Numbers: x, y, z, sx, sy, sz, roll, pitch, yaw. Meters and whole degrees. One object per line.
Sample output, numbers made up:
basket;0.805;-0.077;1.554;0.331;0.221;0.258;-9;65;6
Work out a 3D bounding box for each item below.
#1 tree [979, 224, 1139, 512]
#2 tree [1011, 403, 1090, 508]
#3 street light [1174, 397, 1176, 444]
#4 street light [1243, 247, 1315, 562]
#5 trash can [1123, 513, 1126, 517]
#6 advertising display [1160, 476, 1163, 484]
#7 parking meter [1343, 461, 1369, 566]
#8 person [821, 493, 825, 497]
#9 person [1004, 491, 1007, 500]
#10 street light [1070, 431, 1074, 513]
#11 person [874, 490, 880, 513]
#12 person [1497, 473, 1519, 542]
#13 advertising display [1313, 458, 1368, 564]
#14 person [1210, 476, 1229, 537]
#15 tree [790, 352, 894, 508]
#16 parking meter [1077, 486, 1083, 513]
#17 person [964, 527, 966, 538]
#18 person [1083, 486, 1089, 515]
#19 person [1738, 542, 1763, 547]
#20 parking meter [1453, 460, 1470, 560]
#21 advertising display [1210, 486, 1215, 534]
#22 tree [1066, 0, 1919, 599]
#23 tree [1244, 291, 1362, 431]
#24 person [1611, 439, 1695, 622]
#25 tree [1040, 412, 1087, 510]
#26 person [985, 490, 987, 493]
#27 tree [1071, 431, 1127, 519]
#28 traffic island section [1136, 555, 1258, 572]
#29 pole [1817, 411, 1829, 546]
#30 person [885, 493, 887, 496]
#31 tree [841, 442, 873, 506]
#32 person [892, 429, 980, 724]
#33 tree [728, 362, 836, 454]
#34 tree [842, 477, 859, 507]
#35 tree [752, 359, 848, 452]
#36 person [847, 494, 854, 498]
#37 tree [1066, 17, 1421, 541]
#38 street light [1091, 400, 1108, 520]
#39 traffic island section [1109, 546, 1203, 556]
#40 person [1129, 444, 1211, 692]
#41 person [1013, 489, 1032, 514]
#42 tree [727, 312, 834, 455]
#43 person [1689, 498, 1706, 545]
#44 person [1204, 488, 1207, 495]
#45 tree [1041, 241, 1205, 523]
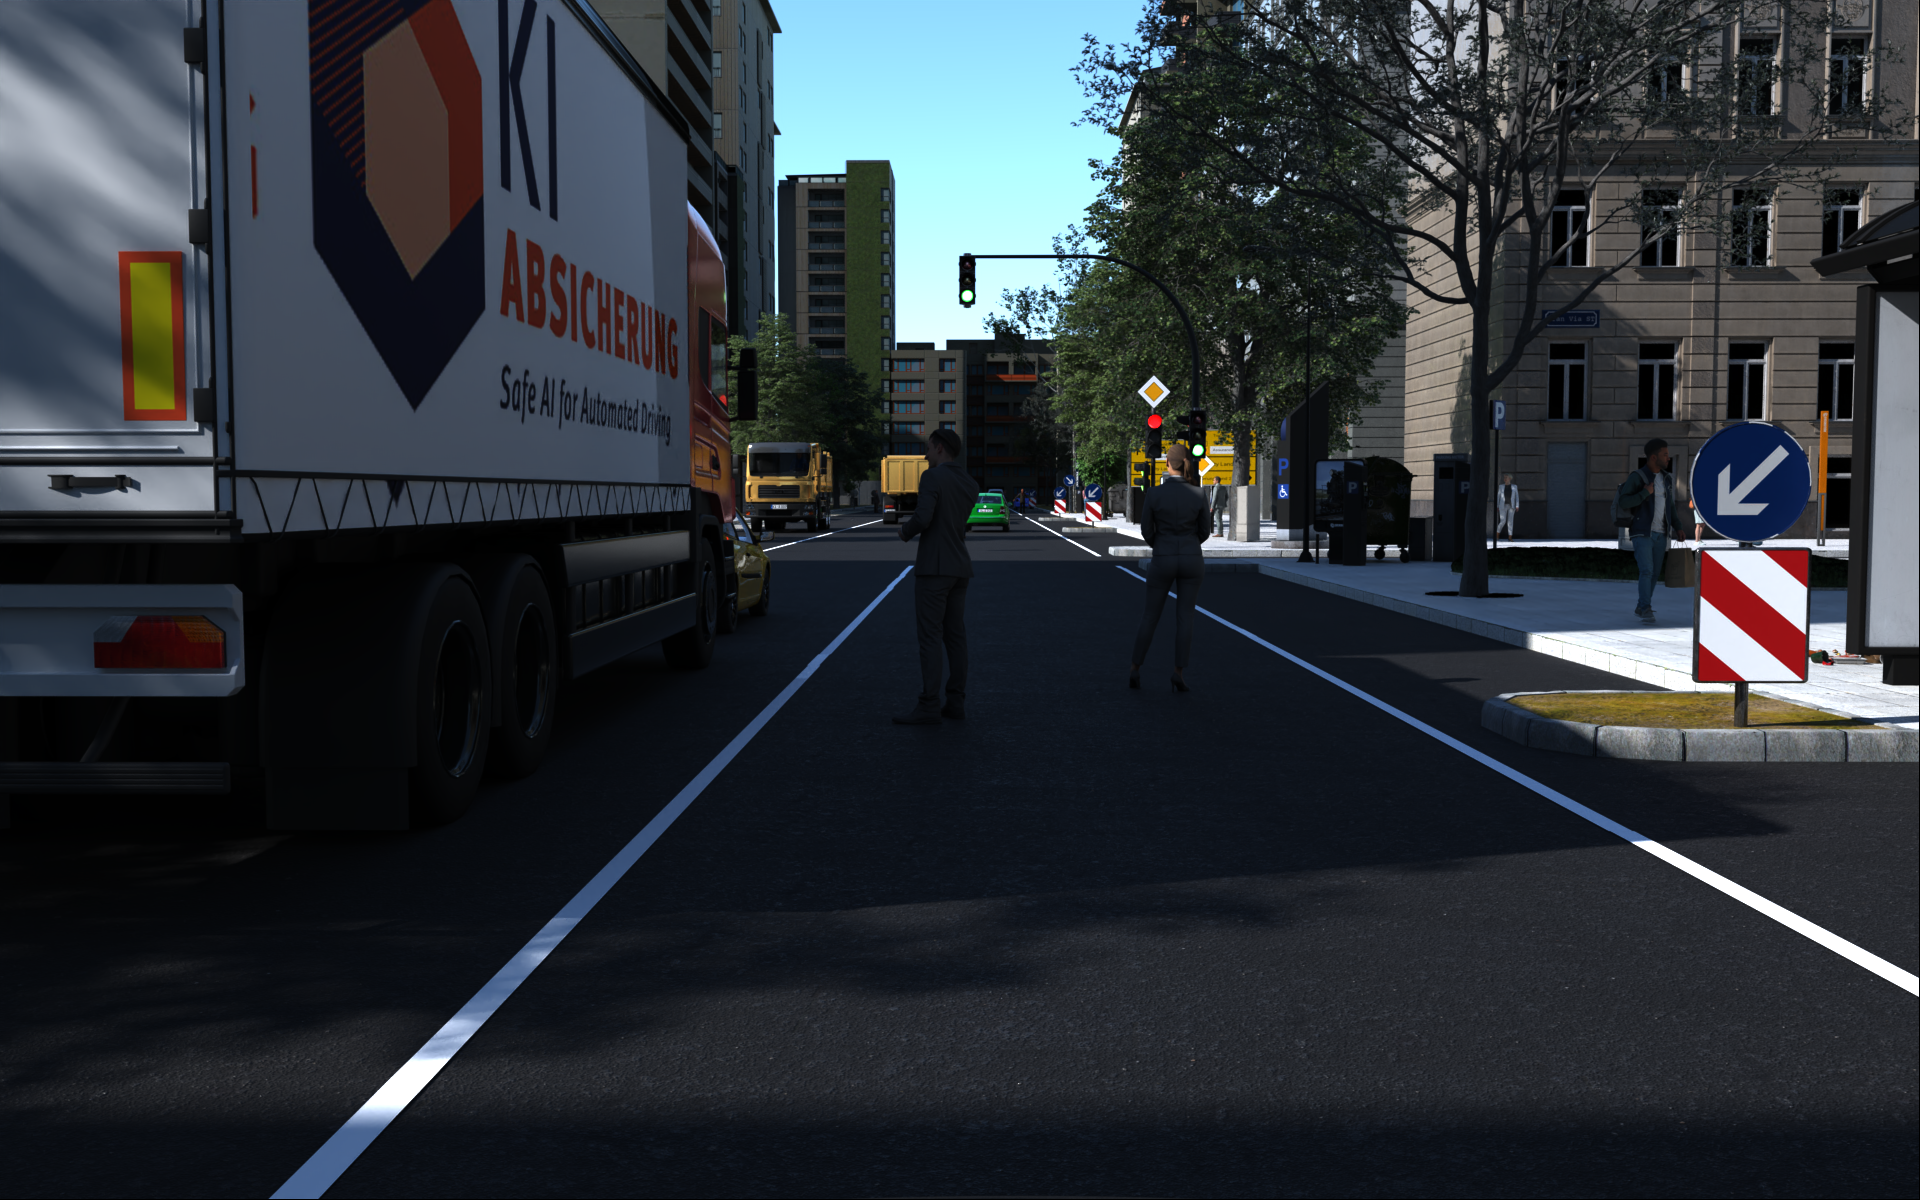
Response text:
tree;7.418;-16.420;124.359;12.611;20.169;13.585;0;3;0
tree;8.817;-14.091;164.795;8.767;10.594;7.601;1;4;11
street light;6.159;-4.979;53.942;1.470;5.913;1.316;0;4;1
street light;5.978;-3.666;32.483;1.470;5.913;1.316;0;4;1
trash can;9.491;-5.247;97.441;0.748;1.137;0.748;0;3;0
advertising display;7.556;-3.504;62.500;0.123;1.923;0.974;-2;4;-31
parking meter;7.088;-1.547;31.007;0.399;1.863;0.255;3;4;37
person;-15.102;-11.078;190.348;0.628;1.438;0.799;-2;4;-35
person;4.110;-9.204;159.538;0.434;1.755;0.990;2;4;26
street light;6.984;-8.775;116.006;1.470;5.913;1.316;0;4;1
person;-6.341;-7.532;132.196;0.434;1.755;0.990;-2;4;-24
person;14.693;-2.486;46.570;0.514;1.842;0.818;0;4;-7
advertising display;6.936;-1.615;31.614;0.974;1.923;0.123;2;4;32
person;7.714;-2.780;51.588;0.391;1.810;0.635;2;4;35
tree;-11.011;-15.216;155.439;9.857;13.997;8.962;0;3;0
parking meter;8.013;-6.732;115.782;0.399;1.863;0.255;2;4;25
person;0.061;-2.897;56.052;0.419;1.800;0.721;-1;4;-18
person;7.552;-5.918;102.816;0.555;1.821;0.388;2;4;32
person;18.875;-1.817;41.254;0.738;1.151;1.012;1;4;20
parking meter;8.739;-1.480;29.917;0.399;1.863;0.255;1;4;16
advertising display;8.243;-3.144;56.623;0.123;1.923;0.974;0;4;3
tree;6.597;-6.785;21.312;12.009;13.543;11.850;0;3;0
tree;12.093;-6.827;61.981;4.737;8.622;4.395;0;3;0
person;6.881;-0.679;17.127;0.794;1.824;0.713;0;4;-5
tree;8.586;-11.391;136.602;4.360;8.622;3.978;0;3;0
person;2.625;-10.343;177.475;0.709;1.838;0.599;3;5;43
tree;7.269;-6.420;88.686;4.285;4.588;4.351;0;3;0
traffic island section;4.493;-0.662;33.112;2.009;0.180;2.903;0;4;1
pole;21.204;-2.980;42.564;0.158;3.312;0.155;0;3;0
person;-5.511;-7.363;128.887;0.705;1.824;1.348;0;4;3
tree;-11.459;-14.863;193.378;4.737;8.622;4.395;0;3;0
person;-0.184;-0.165;10.998;0.447;1.846;0.655;2;4;33
tree;-12.594;-11.170;117.038;8.767;10.594;7.601;-1;4;-13
tree;-11.448;-11.214;177.957;1.663;3.219;1.824;0;3;0
tree;-12.181;-12.428;128.955;9.928;11.665;9.643;0;3;0
person;-11.559;-10.958;186.027;1.217;1.723;0.721;1;4;16
tree;7.834;-8.607;47.387;9.857;13.997;8.962;0;3;0
street light;6.586;-6.874;84.934;1.470;5.913;1.316;0;4;1
traffic island section;4.593;-1.151;41.096;2.009;0.180;2.903;0;4;1
person;1.528;-0.236;12.641;0.520;1.790;0.573;-1;4;-12
person;4.507;-7.107;124.831;1.348;1.807;0.705;0;4;-5
tree;-11.758;-11.607;107.897;7.486;12.596;7.792;0;3;0
person;18.532;-2.222;43.380;0.522;1.701;0.512;0;4;-1
person;12.280;-4.859;87.306;0.589;1.601;0.330;-1;4;-21
tree;7.281;-9.774;77.937;7.486;12.596;7.792;0;3;0
